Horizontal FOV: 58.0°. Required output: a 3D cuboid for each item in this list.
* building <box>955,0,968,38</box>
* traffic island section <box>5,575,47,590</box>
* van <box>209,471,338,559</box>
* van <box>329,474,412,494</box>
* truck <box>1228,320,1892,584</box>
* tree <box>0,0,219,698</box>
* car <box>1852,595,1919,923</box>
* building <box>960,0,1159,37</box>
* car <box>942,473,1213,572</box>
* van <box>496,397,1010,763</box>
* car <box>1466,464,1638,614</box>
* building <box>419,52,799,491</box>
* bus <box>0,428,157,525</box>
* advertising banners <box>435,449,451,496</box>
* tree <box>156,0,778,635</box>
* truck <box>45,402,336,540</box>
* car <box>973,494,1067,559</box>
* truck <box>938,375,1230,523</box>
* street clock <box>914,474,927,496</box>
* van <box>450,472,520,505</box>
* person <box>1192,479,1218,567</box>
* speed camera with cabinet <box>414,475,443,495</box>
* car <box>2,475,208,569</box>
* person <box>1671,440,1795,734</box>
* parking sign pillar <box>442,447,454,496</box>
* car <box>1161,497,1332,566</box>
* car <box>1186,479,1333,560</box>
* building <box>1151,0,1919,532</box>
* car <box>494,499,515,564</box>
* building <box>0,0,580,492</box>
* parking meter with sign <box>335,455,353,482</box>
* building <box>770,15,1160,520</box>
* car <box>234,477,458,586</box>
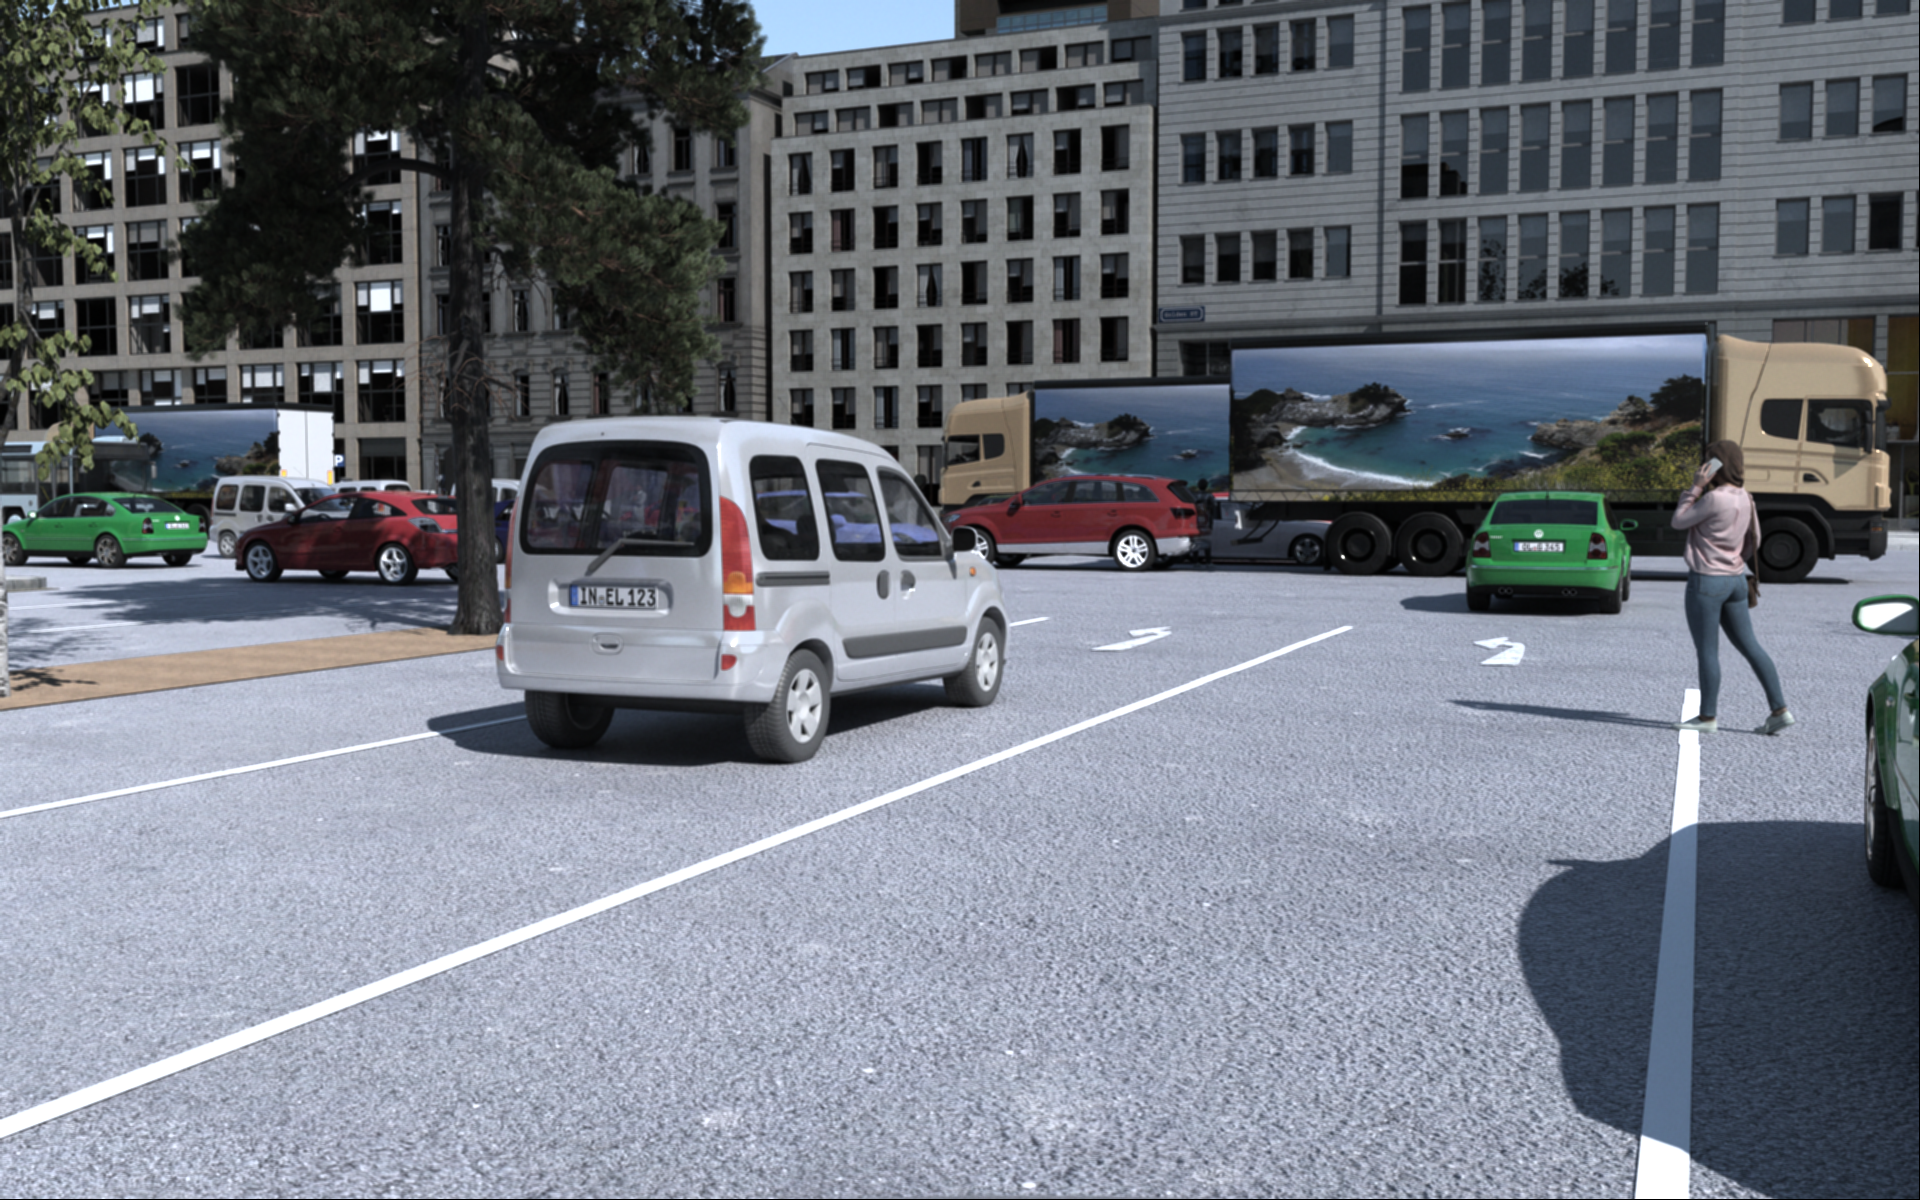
[{"bbox_3d":[12.951,-44.063,158.685,20.611,71.187,20.563,2,4,23],"label":"building"},{"bbox_3d":[-15.144,-0.208,25.680,2.009,0.180,2.903,2,4,23],"label":"traffic island section"},{"bbox_3d":[-14.636,-1.921,38.415,4.112,2.044,2.013,2,4,24],"label":"van"},{"bbox_3d":[-18.232,-2.725,51.561,4.112,2.044,2.013,1,4,23],"label":"van"},{"bbox_3d":[10.420,-2.508,29.915,11.283,4.237,2.839,2,4,24],"label":"truck"},{"bbox_3d":[-6.813,-3.599,11.669,4.737,8.622,4.395,0,3,0],"label":"tree"},{"bbox_3d":[3.573,0.248,4.744,1.959,1.807,4.718,2,4,24],"label":"car"},{"bbox_3d":[9.501,-30.107,142.364,14.600,45.320,14.200,2,4,23],"label":"building"},{"bbox_3d":[2.163,-1.500,33.204,5.304,1.827,2.281,1,4,23],"label":"car"},{"bbox_3d":[-1.047,-0.230,10.769,2.013,2.044,4.112,1,4,23],"label":"van"},{"bbox_3d":[7.636,-0.824,22.267,1.959,1.807,4.718,2,4,23],"label":"car"},{"bbox_3d":[-15.183,-14.205,81.406,18.267,20.994,9.793,2,4,23],"label":"building"},{"bbox_3d":[-29.930,-3.561,53.077,13.247,3.499,2.948,1,4,23],"label":"bus"},{"bbox_3d":[-19.756,-4.277,66.119,0.090,3.025,2.074,-2,4,-30],"label":"advertising banners"},{"bbox_3d":[-4.997,-5.681,17.400,6.751,12.117,7.091,0,3,0],"label":"tree"},{"bbox_3d":[-25.278,-4.097,55.897,11.283,4.237,2.839,2,4,25],"label":"truck"},{"bbox_3d":[1.213,-1.713,39.812,2.131,1.459,4.920,1,4,22],"label":"car"},{"bbox_3d":[4.360,-3.306,42.970,11.283,4.237,2.839,2,4,25],"label":"truck"},{"bbox_3d":[-1.464,-3.635,64.007,0.471,2.002,0.358,3,5,43],"label":"street clock"},{"bbox_3d":[-11.753,-2.422,46.607,4.112,2.044,2.013,1,4,23],"label":"van"},{"bbox_3d":[4.733,-1.512,33.948,0.841,1.734,0.376,3,5,41],"label":"person"},{"bbox_3d":[-23.883,-5.173,78.907,2.038,3.252,0.660,1,4,22],"label":"speed camera with cabinet"},{"bbox_3d":[-17.168,-1.564,34.369,4.718,1.807,1.959,2,4,24],"label":"car"},{"bbox_3d":[4.617,-0.076,10.325,0.593,1.750,0.643,-2,4,-35],"label":"person"},{"bbox_3d":[-21.666,-5.283,74.841,1.447,3.967,1.447,-2,4,-34],"label":"parking sign pillar"},{"bbox_3d":[5.923,-1.427,35.696,4.827,1.381,2.083,2,4,24],"label":"car"},{"bbox_3d":[6.626,-1.762,37.848,4.494,1.783,2.155,1,4,23],"label":"car"},{"bbox_3d":[23.401,-17.692,66.759,29.804,29.767,11.434,2,4,23],"label":"building"},{"bbox_3d":[-8.083,-1.407,35.586,3.894,1.354,1.945,2,4,23],"label":"car"},{"bbox_3d":[-37.275,-17.839,96.187,34.151,26.468,19.350,2,4,23],"label":"building"},{"bbox_3d":[-27.327,-4.944,77.103,0.543,3.016,1.738,0,4,1],"label":"parking meter with sign"},{"bbox_3d":[1.692,-13.517,75.750,16.860,20.320,10.420,2,4,23],"label":"building"},{"bbox_3d":[-9.790,-1.176,28.267,4.494,1.783,2.155,2,4,23],"label":"car"}]
